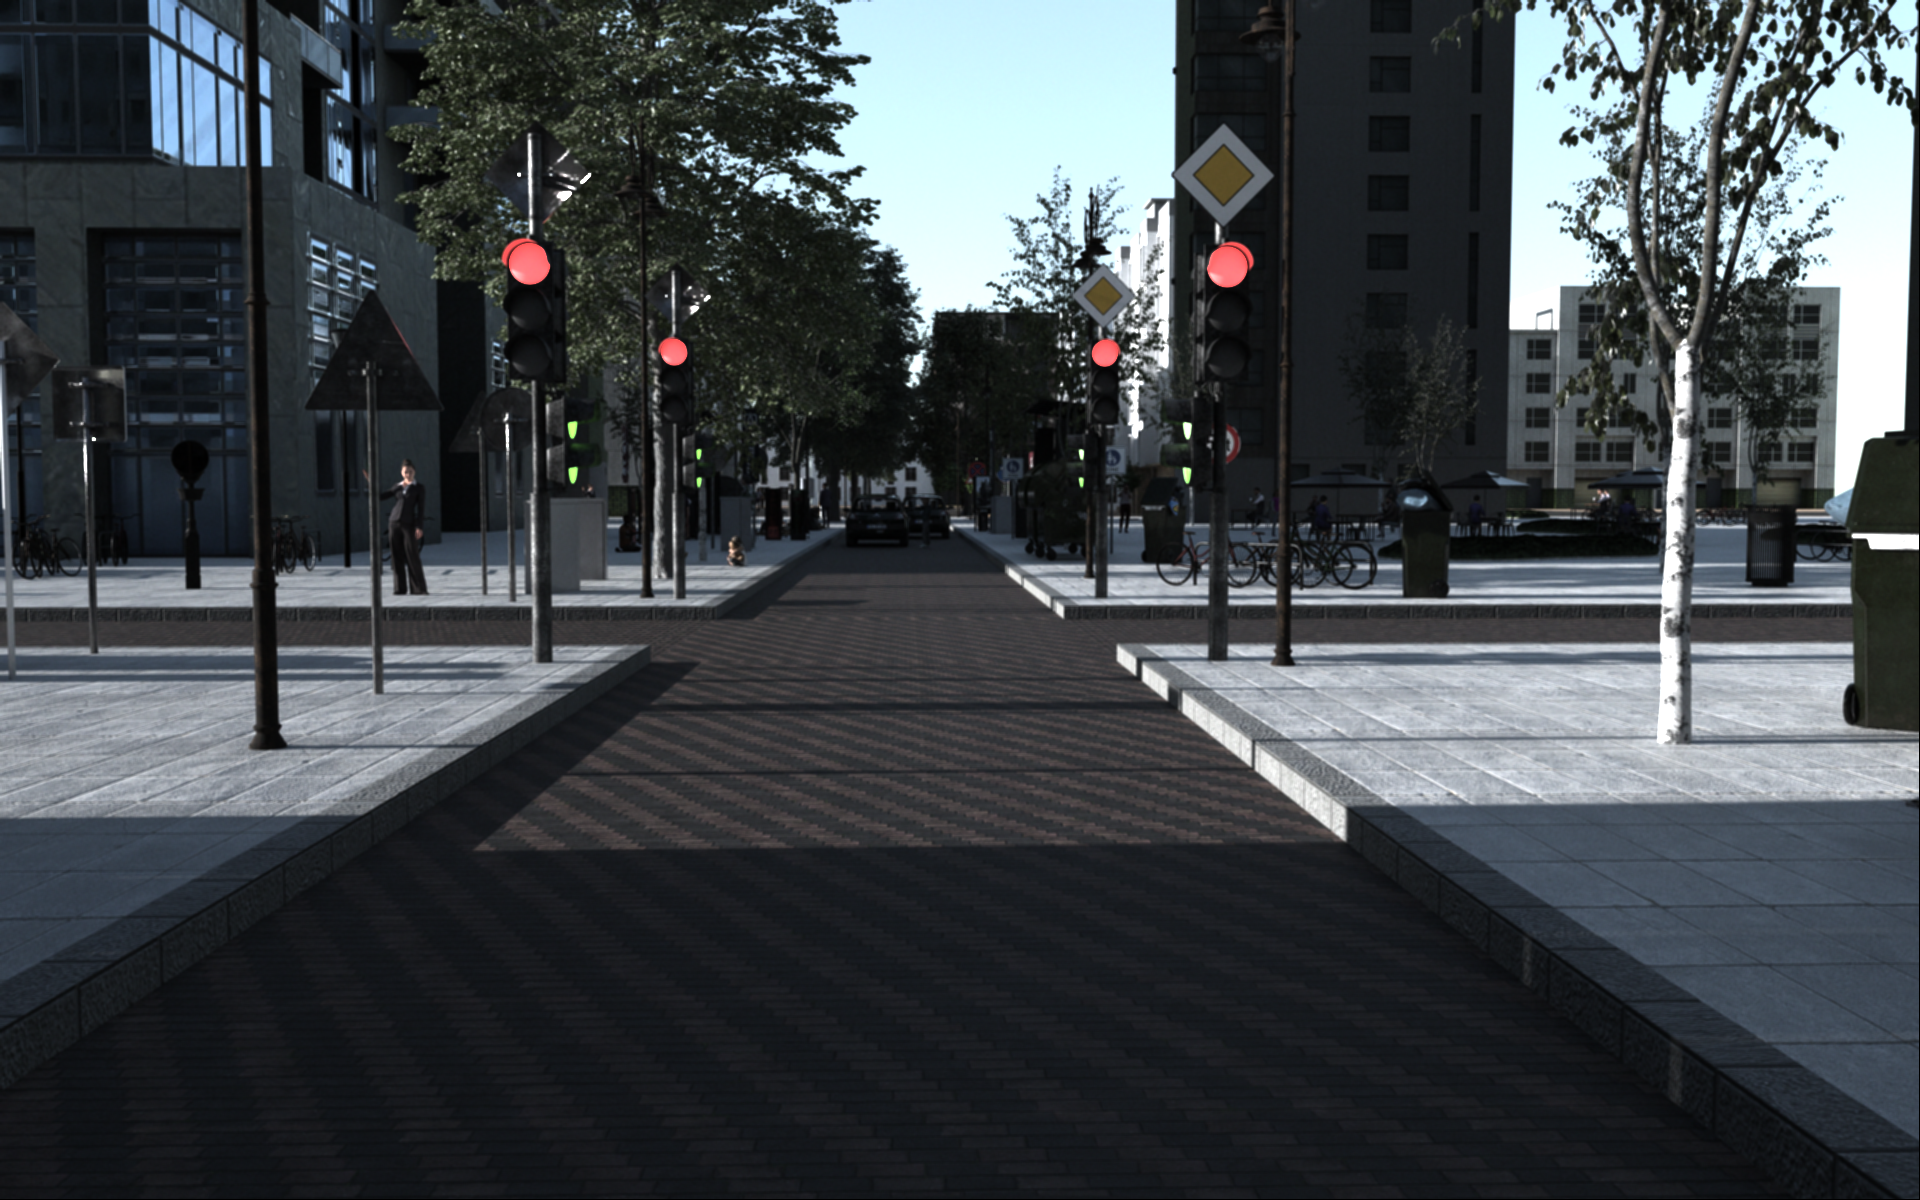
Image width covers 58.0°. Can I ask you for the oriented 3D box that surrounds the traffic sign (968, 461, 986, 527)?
[{"bbox_3d":[0.688,-4.134,67.703,0.768,2.556,0.104,0,4,1],"label":"traffic sign"}]

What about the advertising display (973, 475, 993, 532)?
[{"bbox_3d":[0.782,-3.320,59.495,0.123,1.923,0.974,3,4,38],"label":"advertising display"}]

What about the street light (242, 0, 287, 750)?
[{"bbox_3d":[-3.502,-2.189,8.586,0.468,5.910,1.993,0,4,-2],"label":"street light"}]

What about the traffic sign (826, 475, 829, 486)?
[{"bbox_3d":[-7.001,-5.639,94.327,0.606,2.300,0.079,0,4,8],"label":"traffic sign"}]

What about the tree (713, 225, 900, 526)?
[{"bbox_3d":[-6.323,-8.653,67.232,9.928,11.665,9.643,0,3,0],"label":"tree"}]

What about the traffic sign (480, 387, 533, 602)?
[{"bbox_3d":[-5.332,-1.251,20.558,0.768,2.556,0.104,0,4,7],"label":"traffic sign"}]

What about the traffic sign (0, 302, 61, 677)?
[{"bbox_3d":[-6.565,-0.745,11.919,0.795,2.593,0.064,0,4,3],"label":"traffic sign"}]

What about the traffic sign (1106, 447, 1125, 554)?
[{"bbox_3d":[3.258,-2.145,37.198,0.606,2.300,0.079,0,4,3],"label":"traffic sign"}]

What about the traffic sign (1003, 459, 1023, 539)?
[{"bbox_3d":[1.503,-2.878,49.189,0.606,2.300,0.079,0,4,2],"label":"traffic sign"}]

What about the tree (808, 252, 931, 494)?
[{"bbox_3d":[-7.498,-17.179,136.758,12.611,20.169,13.585,0,3,0],"label":"tree"}]

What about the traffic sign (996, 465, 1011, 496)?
[{"bbox_3d":[1.875,-4.351,71.240,0.768,2.556,0.104,0,4,8],"label":"traffic sign"}]

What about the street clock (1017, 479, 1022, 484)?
[{"bbox_3d":[2.331,-3.884,68.079,0.471,2.002,0.358,1,4,10],"label":"street clock"}]

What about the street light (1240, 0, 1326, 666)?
[{"bbox_3d":[2.423,-2.448,12.813,0.468,5.910,1.993,0,4,-2],"label":"street light"}]

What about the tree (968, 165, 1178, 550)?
[{"bbox_3d":[2.719,-5.469,39.774,4.737,8.622,4.395,0,3,0],"label":"tree"}]

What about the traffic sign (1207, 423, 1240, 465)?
[{"bbox_3d":[4.543,-1.860,30.513,0.768,2.556,0.104,0,4,7],"label":"traffic sign"}]

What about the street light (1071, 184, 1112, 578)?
[{"bbox_3d":[1.976,-3.269,26.234,0.468,5.910,1.993,0,4,-2],"label":"street light"}]

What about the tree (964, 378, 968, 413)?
[{"bbox_3d":[2.041,-6.978,64.449,4.737,8.622,4.395,0,3,0],"label":"tree"}]

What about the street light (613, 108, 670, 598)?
[{"bbox_3d":[-3.881,-2.967,21.298,0.468,5.910,1.993,0,4,-2],"label":"street light"}]

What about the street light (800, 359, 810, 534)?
[{"bbox_3d":[-4.955,-5.092,56.034,0.468,5.910,1.993,0,4,-2],"label":"street light"}]

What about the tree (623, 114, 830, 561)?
[{"bbox_3d":[-4.724,-5.053,32.980,4.737,8.622,4.395,0,3,0],"label":"tree"}]

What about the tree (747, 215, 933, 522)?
[{"bbox_3d":[-5.878,-10.664,81.017,9.857,13.997,8.962,0,3,0],"label":"tree"}]

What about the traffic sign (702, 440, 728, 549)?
[{"bbox_3d":[-5.811,-2.479,40.645,0.768,2.556,0.104,0,4,2],"label":"traffic sign"}]

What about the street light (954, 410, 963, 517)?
[{"bbox_3d":[-0.096,-7.518,95.709,0.468,5.910,1.993,0,4,-2],"label":"street light"}]

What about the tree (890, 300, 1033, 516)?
[{"bbox_3d":[0.360,-11.361,102.764,9.611,12.733,9.660,0,3,0],"label":"tree"}]

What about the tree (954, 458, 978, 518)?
[{"bbox_3d":[0.836,-5.933,91.608,1.663,3.219,1.824,0,3,0],"label":"tree"}]

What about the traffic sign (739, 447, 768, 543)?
[{"bbox_3d":[-5.435,-2.787,45.669,0.768,2.556,0.104,0,4,3],"label":"traffic sign"}]

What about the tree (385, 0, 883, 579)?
[{"bbox_3d":[-4.922,-6.603,26.094,7.486,12.596,7.792,0,3,0],"label":"tree"}]

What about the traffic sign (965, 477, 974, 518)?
[{"bbox_3d":[0.692,-5.496,89.861,0.884,2.594,0.081,0,4,4],"label":"traffic sign"}]

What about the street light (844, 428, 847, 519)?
[{"bbox_3d":[-6.012,-7.216,90.771,0.468,5.910,1.993,0,4,-2],"label":"street light"}]

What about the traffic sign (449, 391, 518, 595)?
[{"bbox_3d":[-6.023,-1.338,21.876,0.884,2.594,0.081,0,4,4],"label":"traffic sign"}]

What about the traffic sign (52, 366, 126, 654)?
[{"bbox_3d":[-6.961,-0.718,13.864,0.606,2.300,0.079,0,4,5],"label":"traffic sign"}]

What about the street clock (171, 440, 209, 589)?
[{"bbox_3d":[-10.396,-1.153,23.428,0.471,2.002,0.358,-2,4,-25],"label":"street clock"}]

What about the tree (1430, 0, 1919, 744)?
[{"bbox_3d":[3.919,-3.572,8.767,4.360,8.622,3.978,0,3,0],"label":"tree"}]

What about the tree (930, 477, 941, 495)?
[{"bbox_3d":[-1.677,-9.535,150.495,1.663,3.219,1.824,0,3,0],"label":"tree"}]

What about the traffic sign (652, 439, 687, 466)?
[{"bbox_3d":[-6.156,-2.244,36.796,0.768,2.556,0.104,0,4,1],"label":"traffic sign"}]

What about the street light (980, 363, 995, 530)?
[{"bbox_3d":[0.954,-5.394,60.972,0.468,5.910,1.993,0,4,-2],"label":"street light"}]

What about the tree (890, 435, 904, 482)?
[{"bbox_3d":[-9.272,-15.322,168.645,7.486,12.596,7.792,0,3,0],"label":"tree"}]

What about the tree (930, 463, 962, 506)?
[{"bbox_3d":[-0.906,-10.590,156.858,4.285,4.588,4.351,0,3,0],"label":"tree"}]

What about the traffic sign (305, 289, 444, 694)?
[{"bbox_3d":[-3.733,-0.675,11.042,0.884,2.594,0.081,0,4,1],"label":"traffic sign"}]

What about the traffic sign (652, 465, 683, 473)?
[{"bbox_3d":[-7.413,-2.699,44.126,0.884,2.594,0.081,0,4,1],"label":"traffic sign"}]
